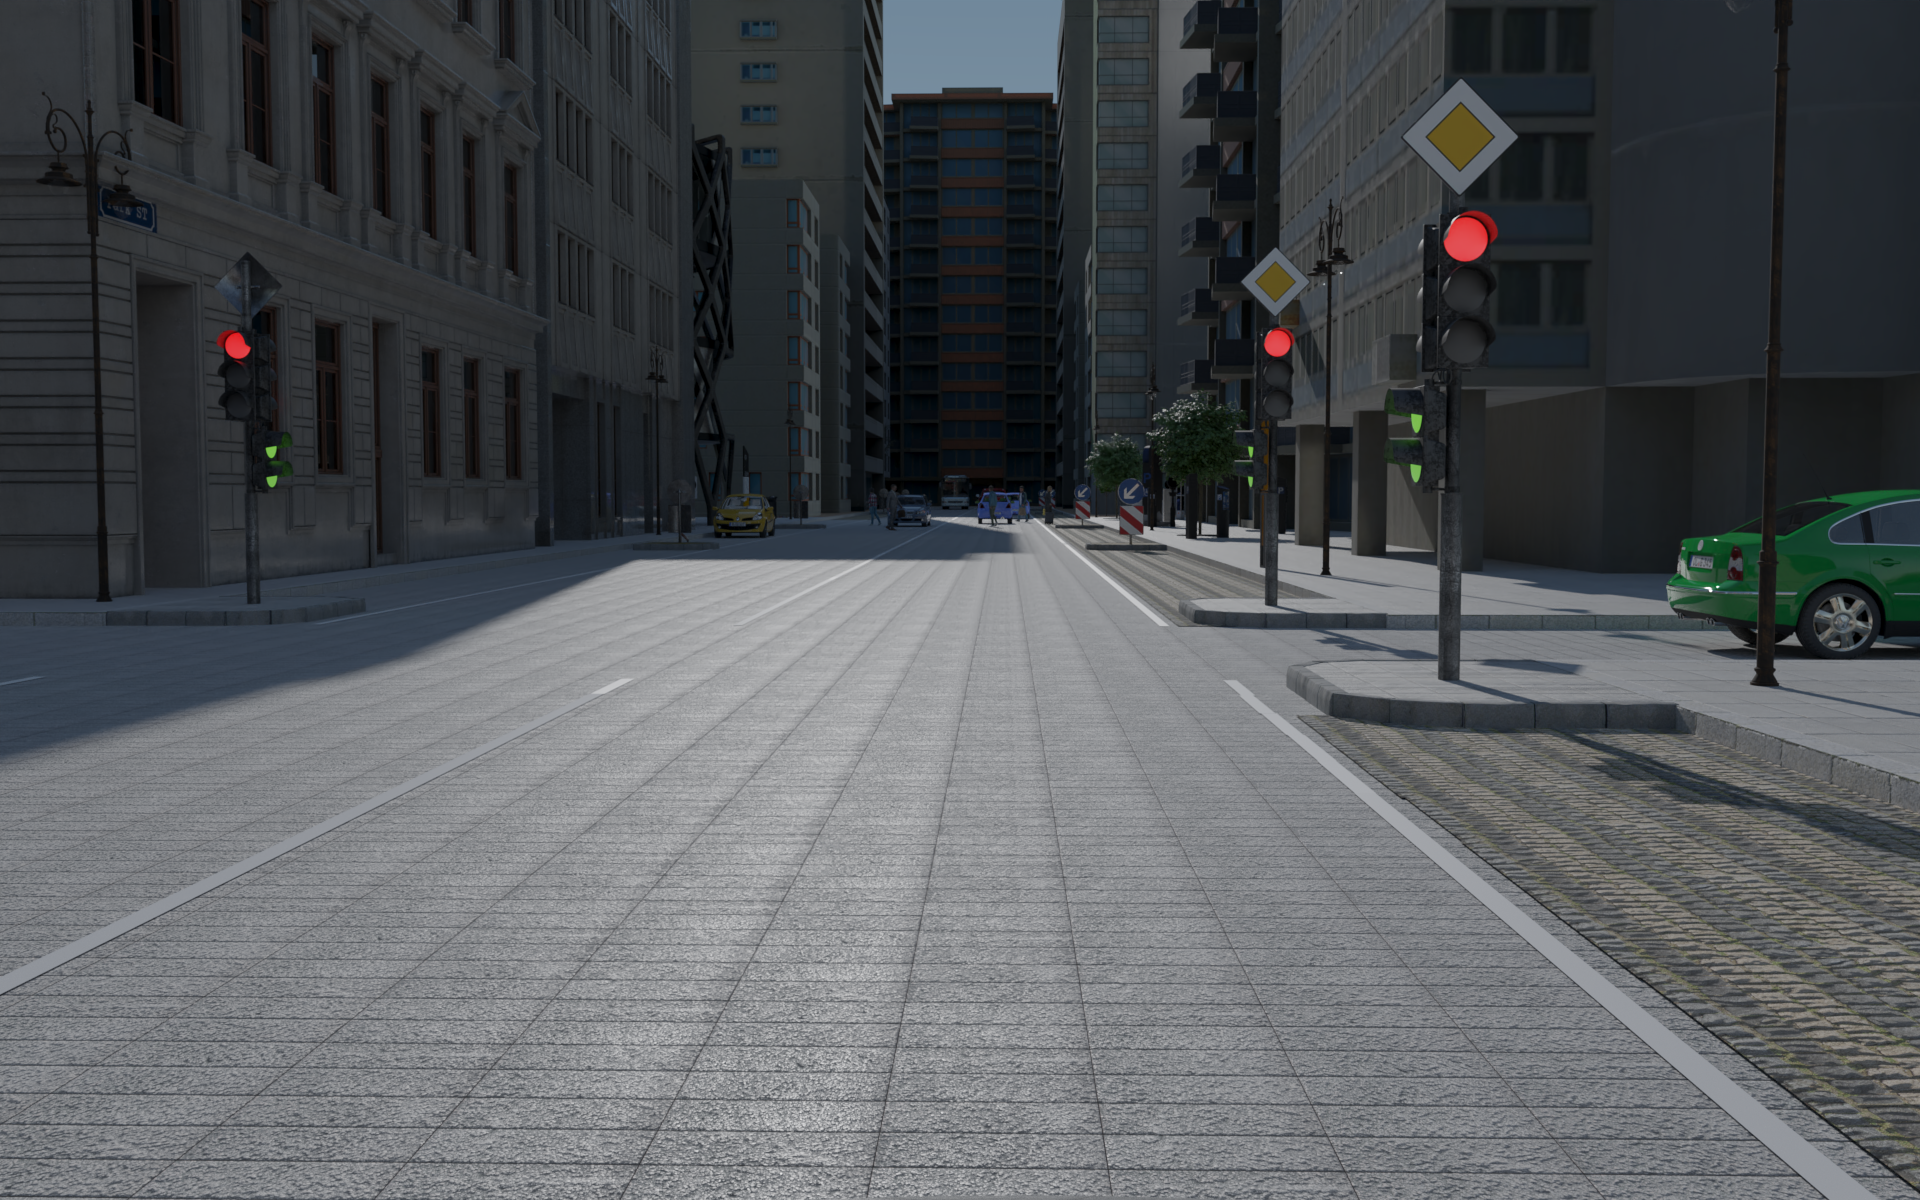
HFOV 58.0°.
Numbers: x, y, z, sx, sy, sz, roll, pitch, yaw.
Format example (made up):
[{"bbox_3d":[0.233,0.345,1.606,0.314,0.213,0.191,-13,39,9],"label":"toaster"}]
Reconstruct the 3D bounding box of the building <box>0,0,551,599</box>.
[{"bbox_3d":[-15.165,-11.876,30.333,11.583,22.565,21.152,0,4,1],"label":"building"}]

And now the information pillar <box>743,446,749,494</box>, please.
[{"bbox_3d":[-10.374,-5.659,83.884,0.183,3.616,0.504,1,4,19],"label":"information pillar"}]

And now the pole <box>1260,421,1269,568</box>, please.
[{"bbox_3d":[5.325,-2.215,30.055,0.158,3.312,0.155,0,3,0],"label":"pole"}]

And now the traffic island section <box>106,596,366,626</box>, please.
[{"bbox_3d":[-8.280,0.123,20.268,2.009,0.180,2.903,0,4,1],"label":"traffic island section"}]

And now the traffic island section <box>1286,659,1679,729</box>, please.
[{"bbox_3d":[3.401,0.630,11.974,2.009,0.180,2.903,0,4,1],"label":"traffic island section"}]

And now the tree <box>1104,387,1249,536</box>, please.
[{"bbox_3d":[7.311,-4.247,53.154,4.285,4.588,4.351,0,3,0],"label":"tree"}]

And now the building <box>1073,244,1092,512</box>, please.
[{"bbox_3d":[23.246,-17.681,134.117,27.650,21.520,28.899,0,4,1],"label":"building"}]

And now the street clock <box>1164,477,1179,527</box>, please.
[{"bbox_3d":[8.309,-3.855,67.604,0.471,2.002,0.358,0,4,-6],"label":"street clock"}]

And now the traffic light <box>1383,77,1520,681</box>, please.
[{"bbox_3d":[3.361,-1.403,11.861,0.839,4.253,0.868,0,4,1],"label":"traffic light"}]

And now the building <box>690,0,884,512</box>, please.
[{"bbox_3d":[-17.331,-31.301,135.477,21.300,48.544,21.600,0,4,1],"label":"building"}]

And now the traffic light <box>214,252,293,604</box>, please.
[{"bbox_3d":[-8.240,-1.909,20.132,0.839,4.253,0.868,0,4,1],"label":"traffic light"}]

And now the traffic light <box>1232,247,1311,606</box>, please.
[{"bbox_3d":[3.567,-1.891,19.844,0.839,4.253,0.868,0,4,1],"label":"traffic light"}]

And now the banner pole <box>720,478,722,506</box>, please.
[{"bbox_3d":[-12.377,-6.098,89.723,0.401,3.779,0.863,-1,4,-10],"label":"banner pole"}]

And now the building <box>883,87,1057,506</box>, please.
[{"bbox_3d":[0.719,-32.717,189.548,28.867,44.769,22.147,0,4,1],"label":"building"}]

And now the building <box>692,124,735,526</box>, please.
[{"bbox_3d":[-17.975,-12.441,70.867,16.820,18.784,16.811,0,4,1],"label":"building"}]

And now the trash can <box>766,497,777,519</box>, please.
[{"bbox_3d":[-9.284,-4.471,84.749,0.748,1.137,0.748,0,3,0],"label":"trash can"}]

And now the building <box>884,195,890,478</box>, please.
[{"bbox_3d":[-13.779,-23.984,163.840,14.107,30.474,14.160,0,4,1],"label":"building"}]

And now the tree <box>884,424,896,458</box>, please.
[{"bbox_3d":[-7.927,-12.526,155.160,4.360,8.622,3.978,0,3,0],"label":"tree"}]

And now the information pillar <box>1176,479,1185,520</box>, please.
[{"bbox_3d":[10.962,-4.992,86.108,0.304,2.012,0.304,3,5,44],"label":"information pillar"}]

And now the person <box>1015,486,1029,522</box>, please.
[{"bbox_3d":[3.154,-4.827,87.413,0.713,1.824,0.794,-1,4,-21],"label":"person"}]

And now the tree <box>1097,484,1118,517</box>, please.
[{"bbox_3d":[8.307,-6.363,98.640,1.663,3.219,1.824,0,3,0],"label":"tree"}]

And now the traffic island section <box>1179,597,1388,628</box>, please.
[{"bbox_3d":[3.607,0.142,19.957,2.009,0.180,2.903,0,4,1],"label":"traffic island section"}]

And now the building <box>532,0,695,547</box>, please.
[{"bbox_3d":[-15.748,-14.286,51.593,12.078,24.808,19.932,0,4,1],"label":"building"}]

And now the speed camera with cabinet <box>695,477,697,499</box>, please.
[{"bbox_3d":[-13.832,-5.536,84.845,0.660,3.252,2.038,3,5,41],"label":"speed camera with cabinet"}]

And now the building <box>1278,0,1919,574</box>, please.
[{"bbox_3d":[19.396,-20.859,32.918,23.993,40.220,32.217,0,4,1],"label":"building"}]

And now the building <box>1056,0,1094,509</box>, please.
[{"bbox_3d":[19.834,-32.732,158.864,21.300,48.544,21.600,0,4,1],"label":"building"}]

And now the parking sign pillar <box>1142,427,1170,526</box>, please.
[{"bbox_3d":[7.710,-4.950,69.403,1.447,3.967,1.447,2,4,25],"label":"parking sign pillar"}]

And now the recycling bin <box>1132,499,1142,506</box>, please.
[{"bbox_3d":[8.325,-4.168,80.703,0.722,1.027,0.722,0,4,6],"label":"recycling bin"}]

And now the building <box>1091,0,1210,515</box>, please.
[{"bbox_3d":[15.547,-26.218,112.254,14.154,41.232,14.086,0,4,1],"label":"building"}]

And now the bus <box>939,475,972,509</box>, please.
[{"bbox_3d":[-0.441,-10.334,163.821,2.948,3.499,13.247,0,4,0],"label":"bus"}]

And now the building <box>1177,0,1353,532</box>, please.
[{"bbox_3d":[20.524,-25.388,69.724,22.147,44.769,28.867,0,4,1],"label":"building"}]

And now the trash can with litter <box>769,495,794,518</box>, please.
[{"bbox_3d":[-9.893,-5.037,93.404,2.233,1.210,1.678,3,4,38],"label":"trash can with litter"}]

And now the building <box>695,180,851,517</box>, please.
[{"bbox_3d":[-22.072,-16.222,110.271,27.650,21.520,28.899,0,4,1],"label":"building"}]

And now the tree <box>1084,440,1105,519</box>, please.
[{"bbox_3d":[8.134,-6.496,89.928,4.285,4.588,4.351,0,3,0],"label":"tree"}]
